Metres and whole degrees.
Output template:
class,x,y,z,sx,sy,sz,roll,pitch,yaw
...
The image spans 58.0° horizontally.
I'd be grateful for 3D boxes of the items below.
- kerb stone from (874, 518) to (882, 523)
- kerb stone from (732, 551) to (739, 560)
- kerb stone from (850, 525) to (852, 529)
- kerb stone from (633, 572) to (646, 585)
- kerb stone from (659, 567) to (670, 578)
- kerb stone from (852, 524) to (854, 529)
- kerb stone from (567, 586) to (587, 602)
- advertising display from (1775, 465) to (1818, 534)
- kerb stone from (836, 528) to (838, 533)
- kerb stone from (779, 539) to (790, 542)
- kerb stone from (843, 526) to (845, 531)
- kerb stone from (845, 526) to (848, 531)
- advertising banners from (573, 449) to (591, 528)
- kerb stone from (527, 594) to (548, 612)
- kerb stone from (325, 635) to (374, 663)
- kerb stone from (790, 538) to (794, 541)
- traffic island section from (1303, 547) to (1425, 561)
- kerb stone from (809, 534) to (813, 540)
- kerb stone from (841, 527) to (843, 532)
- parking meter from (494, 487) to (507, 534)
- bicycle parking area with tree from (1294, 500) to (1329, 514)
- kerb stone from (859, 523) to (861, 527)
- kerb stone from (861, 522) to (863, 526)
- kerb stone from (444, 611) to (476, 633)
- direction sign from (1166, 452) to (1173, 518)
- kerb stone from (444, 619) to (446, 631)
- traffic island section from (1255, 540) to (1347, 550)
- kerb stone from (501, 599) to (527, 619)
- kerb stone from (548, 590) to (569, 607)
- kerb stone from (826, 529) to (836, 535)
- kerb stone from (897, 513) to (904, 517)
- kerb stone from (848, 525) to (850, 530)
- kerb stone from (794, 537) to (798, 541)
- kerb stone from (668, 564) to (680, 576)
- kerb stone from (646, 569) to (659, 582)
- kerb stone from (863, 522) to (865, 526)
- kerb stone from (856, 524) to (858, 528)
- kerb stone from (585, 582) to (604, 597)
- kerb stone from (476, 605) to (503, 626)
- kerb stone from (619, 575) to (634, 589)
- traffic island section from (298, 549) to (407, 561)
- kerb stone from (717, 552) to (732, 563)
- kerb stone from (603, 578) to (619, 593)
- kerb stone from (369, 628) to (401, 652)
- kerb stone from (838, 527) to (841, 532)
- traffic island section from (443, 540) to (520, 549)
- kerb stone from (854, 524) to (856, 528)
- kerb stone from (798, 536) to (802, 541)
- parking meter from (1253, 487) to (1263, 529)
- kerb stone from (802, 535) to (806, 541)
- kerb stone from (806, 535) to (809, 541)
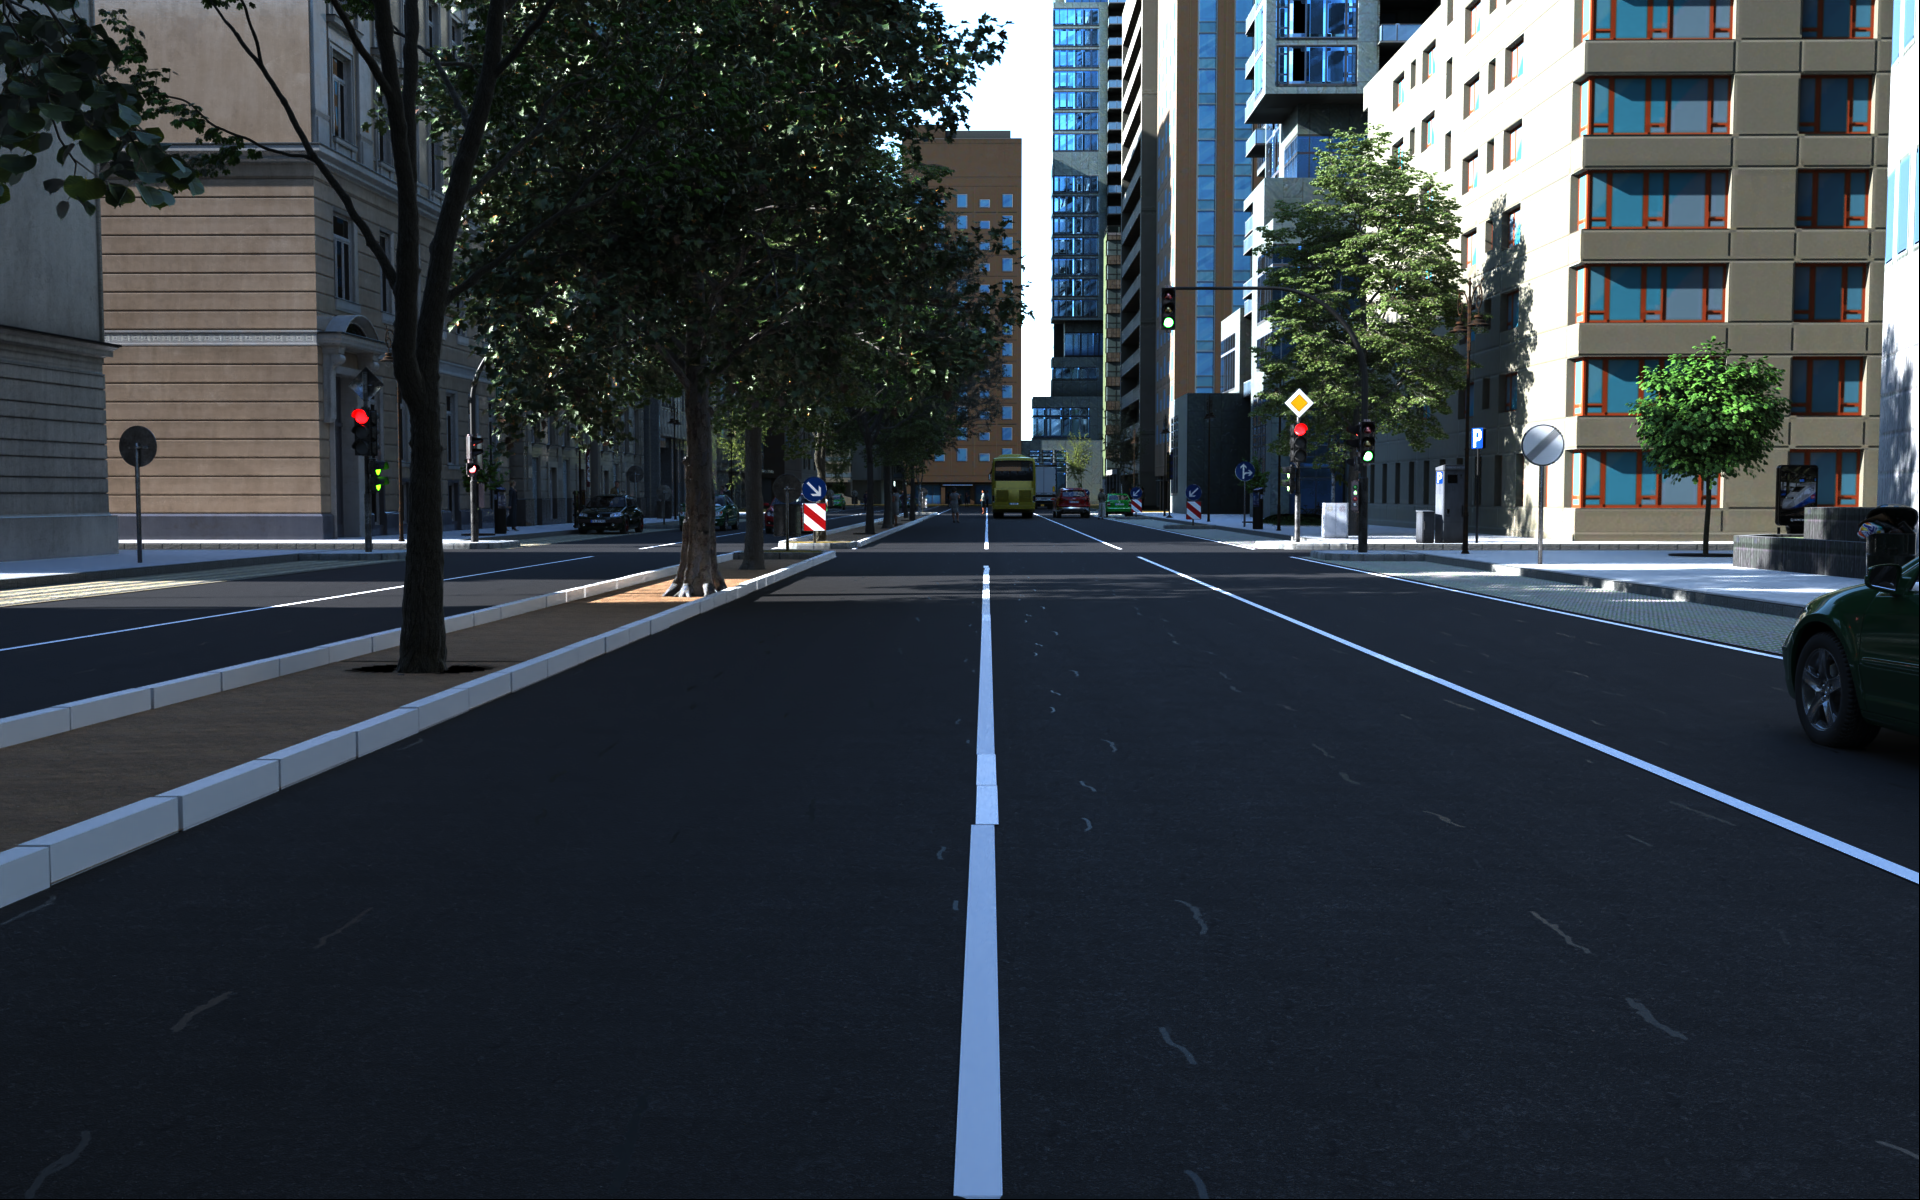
class,x,y,z,sx,sy,sz,roll,pitch,yaw
kerb stone,-4.200,-4.051,88.428,0.120,0.150,1.000,0,4,1
kerb stone,-4.996,-0.933,37.604,0.120,0.150,1.000,0,4,1
kerb stone,-4.504,-2.858,68.926,0.120,0.150,1.000,0,4,1
kerb stone,-5.155,-0.317,27.371,0.120,0.150,1.000,0,4,1
kerb stone,-5.126,-0.436,29.416,0.120,0.150,1.000,0,4,1
kerb stone,-4.494,-2.921,69.948,0.120,0.150,1.000,0,4,1
kerb stone,-5.220,-0.065,23.266,0.120,0.150,1.000,0,4,1
advertising display,18.523,-2.027,38.360,0.974,1.923,0.123,-1,4,-12
kerb stone,-4.600,-2.476,62.769,0.120,0.150,1.000,0,4,1
kerb stone,-4.843,-1.541,47.396,0.120,0.150,1.000,0,4,1
kerb stone,-4.550,-2.670,65.849,0.120,0.150,1.000,0,4,1
kerb stone,-4.537,-2.733,66.876,0.120,0.150,1.000,0,4,1
advertising banners,-14.324,-4.253,65.716,0.090,3.025,2.074,0,4,6
kerb stone,-5.259,0.060,21.209,0.120,0.150,1.000,0,4,1
kerb stone,-5.347,0.438,15.042,0.120,0.150,1.000,0,4,1
kerb stone,-4.824,-1.604,48.418,0.120,0.150,1.000,0,4,1
traffic island section,8.877,-0.970,38.144,2.009,0.180,2.903,0,4,1
kerb stone,-4.746,-1.917,53.543,0.120,0.150,1.000,0,4,1
kerb stone,-4.572,-2.603,64.822,0.120,0.150,1.000,0,4,1
parking meter,-14.862,-2.910,55.985,0.372,1.533,0.369,0,3,0
bicycle parking area with tree,19.871,-5.775,81.430,9.016,4.147,8.231,3,4,38
kerb stone,-4.426,-3.172,74.053,0.120,0.150,1.000,0,4,1
kerb stone,-4.413,-3.232,75.075,0.120,0.150,1.000,0,4,1
kerb stone,-5.301,0.250,18.125,0.120,0.150,1.000,0,4,1
direction sign,11.359,-6.228,93.817,0.379,3.537,0.876,-1,4,-14
kerb stone,-5.316,0.314,17.095,0.120,0.150,1.000,0,4,1
traffic island section,9.002,-1.459,46.128,2.009,0.180,2.903,0,4,1
kerb stone,-5.265,0.123,20.186,0.120,0.150,1.000,0,4,1
kerb stone,-5.238,-0.002,22.235,0.120,0.150,1.000,0,4,1
kerb stone,-4.622,-2.419,61.746,0.120,0.150,1.000,0,4,1
kerb stone,-3.837,-5.491,111.983,0.120,0.150,1.000,0,4,1
kerb stone,-4.517,-2.795,67.898,0.120,0.150,1.000,0,4,1
kerb stone,-4.813,-1.667,49.451,0.120,0.150,1.000,0,4,1
kerb stone,-5.109,-0.504,30.437,0.120,0.150,1.000,0,4,1
kerb stone,-5.138,-0.379,28.393,0.120,0.150,1.000,0,4,1
kerb stone,-4.393,-3.297,76.108,0.120,0.150,1.000,0,4,1
kerb stone,-4.455,-3.047,72.009,0.120,0.150,1.000,0,4,1
kerb stone,-5.194,-0.128,24.288,0.120,0.150,1.000,0,4,1
kerb stone,-5.280,0.188,19.148,0.120,0.150,1.000,0,4,1
kerb stone,-5.167,-0.250,26.350,0.120,0.150,1.000,0,4,1
traffic island section,-13.161,-0.991,38.491,2.009,0.180,2.903,0,4,1
kerb stone,-5.011,-0.880,36.581,0.120,0.150,1.000,0,4,1
kerb stone,-5.185,-0.191,25.319,0.120,0.150,1.000,0,4,1
kerb stone,-5.330,0.374,16.073,0.120,0.150,1.000,0,4,1
kerb stone,-4.586,-2.544,63.792,0.120,0.150,1.000,0,4,1
traffic island section,-13.037,-1.480,46.475,2.009,0.180,2.903,0,4,1
kerb stone,-4.477,-2.980,70.970,0.120,0.150,1.000,0,4,1
kerb stone,-4.794,-1.730,50.473,0.120,0.150,1.000,0,4,1
parking meter,10.873,-3.350,63.184,0.372,1.533,0.369,0,3,0
kerb stone,-4.775,-1.792,51.496,0.120,0.150,1.000,0,4,1
kerb stone,-4.759,-1.855,52.520,0.120,0.150,1.000,0,4,1
